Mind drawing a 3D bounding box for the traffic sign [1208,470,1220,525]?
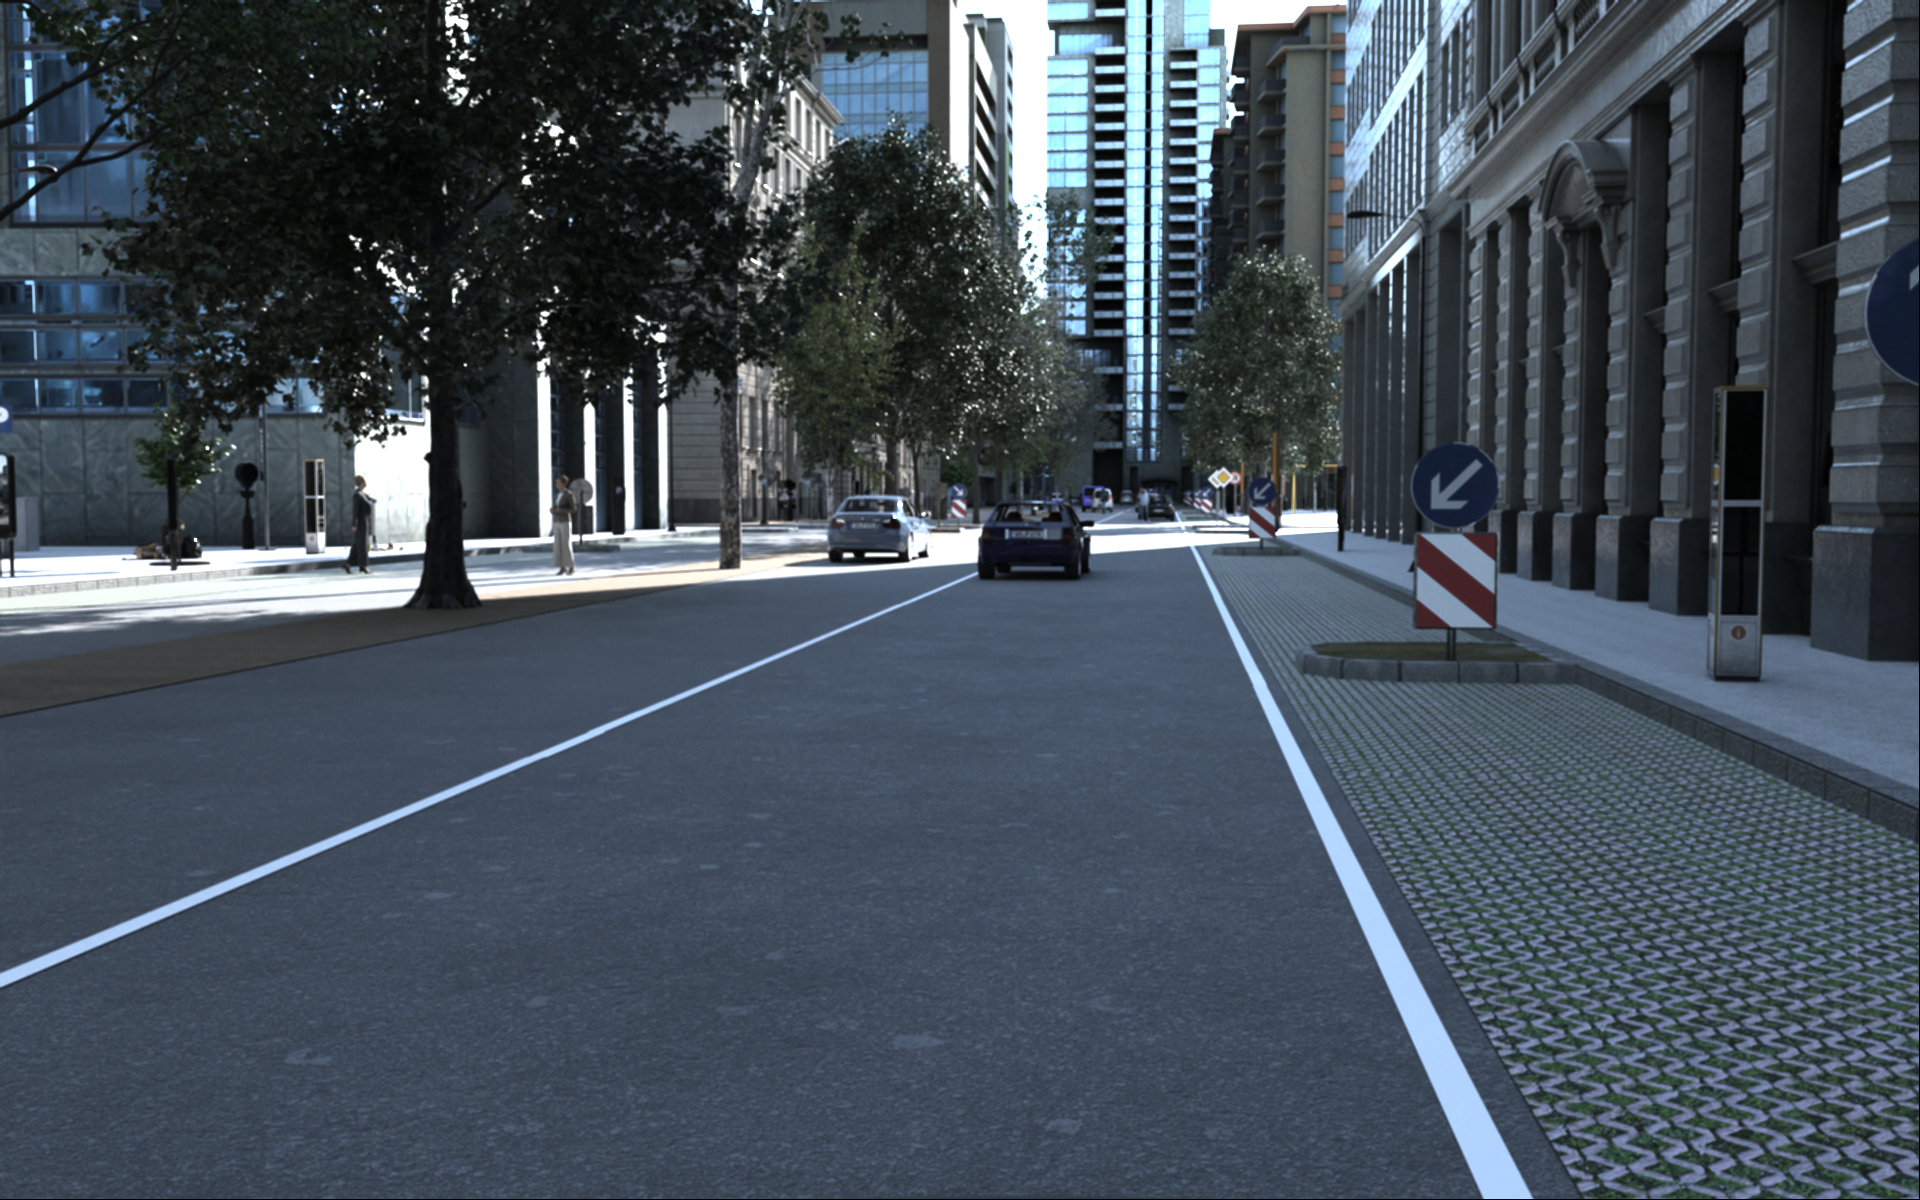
[{"bbox_3d":[10.542,-4.122,71.035,0.795,2.450,0.064,0,4,7],"label":"traffic sign"}]

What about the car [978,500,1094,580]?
[{"bbox_3d":[1.353,-1.091,30.425,1.945,1.354,3.894,0,4,8],"label":"car"}]

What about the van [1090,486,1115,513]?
[{"bbox_3d":[11.164,-7.872,135.726,2.013,2.044,4.112,0,4,5],"label":"van"}]

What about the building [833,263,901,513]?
[{"bbox_3d":[-9.908,-14.945,108.986,10.561,19.102,19.286,0,4,7],"label":"building"}]

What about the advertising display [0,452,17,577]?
[{"bbox_3d":[-15.148,-1.332,26.986,0.974,1.923,0.123,1,4,15],"label":"advertising display"}]

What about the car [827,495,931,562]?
[{"bbox_3d":[-1.735,-1.575,37.750,2.014,1.417,4.499,0,4,7],"label":"car"}]

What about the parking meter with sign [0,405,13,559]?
[{"bbox_3d":[-19.254,-2.346,34.611,0.543,3.016,1.738,-2,4,-32],"label":"parking meter with sign"}]

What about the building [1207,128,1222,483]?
[{"bbox_3d":[40.339,-33.587,203.778,22.147,44.769,28.867,0,4,7],"label":"building"}]

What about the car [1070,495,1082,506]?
[{"bbox_3d":[13.356,-11.586,202.004,1.945,1.354,3.894,0,4,8],"label":"car"}]

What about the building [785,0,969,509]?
[{"bbox_3d":[-6.854,-30.907,155.442,14.600,45.320,14.200,0,4,7],"label":"building"}]

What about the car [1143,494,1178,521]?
[{"bbox_3d":[10.685,-5.089,92.987,2.009,1.686,4.222,0,4,7],"label":"car"}]

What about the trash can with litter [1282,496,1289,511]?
[{"bbox_3d":[24.465,-7.365,131.812,1.055,1.170,0.624,2,4,33],"label":"trash can with litter"}]

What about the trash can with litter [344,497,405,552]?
[{"bbox_3d":[-13.245,-1.747,39.619,1.678,1.210,2.233,0,4,6],"label":"trash can with litter"}]

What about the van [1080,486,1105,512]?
[{"bbox_3d":[10.849,-8.326,140.518,2.240,2.365,5.245,0,4,5],"label":"van"}]

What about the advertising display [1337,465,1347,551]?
[{"bbox_3d":[8.616,-2.073,39.108,0.123,1.923,0.974,1,4,18],"label":"advertising display"}]

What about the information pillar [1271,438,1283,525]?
[{"bbox_3d":[13.354,-4.987,72.890,0.504,3.616,0.183,-1,4,-13],"label":"information pillar"}]

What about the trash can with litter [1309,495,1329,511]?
[{"bbox_3d":[27.162,-7.320,130.738,1.678,1.210,2.233,-2,4,-26],"label":"trash can with litter"}]

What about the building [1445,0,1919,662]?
[{"bbox_3d":[12.814,-11.761,21.170,11.050,23.489,19.941,0,4,7],"label":"building"}]

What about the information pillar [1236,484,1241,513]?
[{"bbox_3d":[19.432,-7.094,120.481,0.304,2.012,0.304,2,4,28],"label":"information pillar"}]

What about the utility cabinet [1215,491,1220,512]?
[{"bbox_3d":[18.142,-6.932,122.024,0.318,1.500,1.173,0,4,7],"label":"utility cabinet"}]

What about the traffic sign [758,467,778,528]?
[{"bbox_3d":[-7.228,-3.761,65.127,0.795,2.450,0.064,0,4,7],"label":"traffic sign"}]

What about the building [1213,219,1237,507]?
[{"bbox_3d":[33.825,-25.134,182.636,14.160,30.474,14.107,0,4,7],"label":"building"}]

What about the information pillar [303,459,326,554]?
[{"bbox_3d":[-13.740,-1.980,36.870,0.304,2.012,0.304,1,4,10],"label":"information pillar"}]

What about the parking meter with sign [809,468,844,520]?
[{"bbox_3d":[-6.752,-5.592,87.687,1.738,3.016,0.543,-2,4,-26],"label":"parking meter with sign"}]

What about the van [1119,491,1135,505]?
[{"bbox_3d":[21.251,-13.062,220.571,2.013,2.044,4.112,0,4,6],"label":"van"}]

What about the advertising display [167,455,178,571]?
[{"bbox_3d":[-13.295,-1.470,29.249,0.123,1.923,0.974,-2,4,-23],"label":"advertising display"}]

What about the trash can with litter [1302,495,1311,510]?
[{"bbox_3d":[28.162,-7.880,140.222,0.624,1.170,1.055,-1,4,-17],"label":"trash can with litter"}]

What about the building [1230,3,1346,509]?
[{"bbox_3d":[36.114,-30.930,160.329,22.147,44.769,28.867,0,4,7],"label":"building"}]

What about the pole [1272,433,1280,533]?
[{"bbox_3d":[10.520,-3.905,57.693,0.158,3.312,0.155,0,3,0],"label":"pole"}]

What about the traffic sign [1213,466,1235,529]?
[{"bbox_3d":[9.595,-3.637,63.106,0.795,2.450,0.064,0,4,7],"label":"traffic sign"}]

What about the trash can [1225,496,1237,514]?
[{"bbox_3d":[17.557,-6.156,112.301,0.748,1.137,0.748,0,3,0],"label":"trash can"}]

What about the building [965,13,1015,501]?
[{"bbox_3d":[-7.778,-41.043,213.054,28.212,58.520,21.231,0,4,7],"label":"building"}]

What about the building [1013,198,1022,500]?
[{"bbox_3d":[1.089,-34.025,239.898,14.086,41.232,14.154,0,4,7],"label":"building"}]

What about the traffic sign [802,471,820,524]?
[{"bbox_3d":[-6.281,-4.246,73.056,0.795,2.450,0.064,0,4,7],"label":"traffic sign"}]

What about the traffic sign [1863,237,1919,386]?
[{"bbox_3d":[4.804,-0.513,8.495,0.768,2.556,0.104,1,4,11],"label":"traffic sign"}]

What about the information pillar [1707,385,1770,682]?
[{"bbox_3d":[5.343,-0.453,11.906,0.304,2.012,0.304,1,4,14],"label":"information pillar"}]

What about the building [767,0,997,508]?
[{"bbox_3d":[-7.946,-33.659,174.032,21.300,48.544,21.600,0,4,7],"label":"building"}]

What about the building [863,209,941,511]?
[{"bbox_3d":[-8.606,-20.439,131.440,12.463,27.353,25.104,0,4,7],"label":"building"}]

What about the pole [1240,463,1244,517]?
[{"bbox_3d":[15.879,-6.337,97.448,0.158,3.312,0.155,0,3,0],"label":"pole"}]

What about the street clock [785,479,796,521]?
[{"bbox_3d":[-7.952,-4.684,81.153,0.471,2.002,0.358,-2,4,-24],"label":"street clock"}]

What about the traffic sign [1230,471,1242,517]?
[{"bbox_3d":[15.228,-5.864,95.977,0.768,2.556,0.104,0,4,8],"label":"traffic sign"}]

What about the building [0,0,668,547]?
[{"bbox_3d":[-27.392,-45.183,51.416,31.000,86.520,22.319,0,4,7],"label":"building"}]

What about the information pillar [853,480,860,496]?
[{"bbox_3d":[-5.657,-5.494,94.312,0.304,2.012,0.304,0,4,-1],"label":"information pillar"}]

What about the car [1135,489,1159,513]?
[{"bbox_3d":[14.825,-7.782,135.908,2.281,1.827,5.304,0,4,7],"label":"car"}]

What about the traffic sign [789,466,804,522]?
[{"bbox_3d":[-7.377,-4.780,78.256,0.768,2.556,0.104,1,4,10],"label":"traffic sign"}]

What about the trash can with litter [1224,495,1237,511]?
[{"bbox_3d":[20.824,-7.380,131.726,1.678,1.210,2.233,-1,4,-17],"label":"trash can with litter"}]

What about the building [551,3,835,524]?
[{"bbox_3d":[-14.159,-17.717,86.930,12.463,27.353,25.104,0,4,7],"label":"building"}]

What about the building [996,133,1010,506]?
[{"bbox_3d":[-2.156,-31.065,191.502,14.154,41.232,14.086,0,4,7],"label":"building"}]

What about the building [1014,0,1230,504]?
[{"bbox_3d":[23.961,-56.713,239.935,31.000,86.520,22.319,0,4,7],"label":"building"}]

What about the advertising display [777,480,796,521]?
[{"bbox_3d":[-8.110,-4.672,81.593,0.974,1.923,0.123,0,4,4],"label":"advertising display"}]

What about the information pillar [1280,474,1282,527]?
[{"bbox_3d":[11.681,-3.622,63.716,0.304,2.012,0.304,0,4,3],"label":"information pillar"}]

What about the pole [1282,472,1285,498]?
[{"bbox_3d":[26.070,-8.910,139.529,0.158,3.312,0.155,0,3,0],"label":"pole"}]

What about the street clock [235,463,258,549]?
[{"bbox_3d":[-16.570,-2.184,40.281,0.358,2.002,0.471,2,4,31],"label":"street clock"}]

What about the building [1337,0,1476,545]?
[{"bbox_3d":[17.095,-16.390,45.471,11.434,29.767,29.804,0,4,7],"label":"building"}]

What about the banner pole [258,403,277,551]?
[{"bbox_3d":[-15.791,-3.012,39.262,0.401,3.779,0.863,-2,4,-32],"label":"banner pole"}]

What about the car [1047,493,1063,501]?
[{"bbox_3d":[9.995,-10.431,180.137,1.945,1.707,3.694,0,4,7],"label":"car"}]

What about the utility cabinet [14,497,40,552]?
[{"bbox_3d":[-20.945,-1.692,38.827,0.306,1.237,1.020,-1,4,-14],"label":"utility cabinet"}]

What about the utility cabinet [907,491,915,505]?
[{"bbox_3d":[-3.359,-6.557,115.891,0.318,1.500,1.173,2,4,29],"label":"utility cabinet"}]

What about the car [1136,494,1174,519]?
[{"bbox_3d":[11.176,-5.356,99.367,2.131,1.459,4.920,0,4,7],"label":"car"}]
